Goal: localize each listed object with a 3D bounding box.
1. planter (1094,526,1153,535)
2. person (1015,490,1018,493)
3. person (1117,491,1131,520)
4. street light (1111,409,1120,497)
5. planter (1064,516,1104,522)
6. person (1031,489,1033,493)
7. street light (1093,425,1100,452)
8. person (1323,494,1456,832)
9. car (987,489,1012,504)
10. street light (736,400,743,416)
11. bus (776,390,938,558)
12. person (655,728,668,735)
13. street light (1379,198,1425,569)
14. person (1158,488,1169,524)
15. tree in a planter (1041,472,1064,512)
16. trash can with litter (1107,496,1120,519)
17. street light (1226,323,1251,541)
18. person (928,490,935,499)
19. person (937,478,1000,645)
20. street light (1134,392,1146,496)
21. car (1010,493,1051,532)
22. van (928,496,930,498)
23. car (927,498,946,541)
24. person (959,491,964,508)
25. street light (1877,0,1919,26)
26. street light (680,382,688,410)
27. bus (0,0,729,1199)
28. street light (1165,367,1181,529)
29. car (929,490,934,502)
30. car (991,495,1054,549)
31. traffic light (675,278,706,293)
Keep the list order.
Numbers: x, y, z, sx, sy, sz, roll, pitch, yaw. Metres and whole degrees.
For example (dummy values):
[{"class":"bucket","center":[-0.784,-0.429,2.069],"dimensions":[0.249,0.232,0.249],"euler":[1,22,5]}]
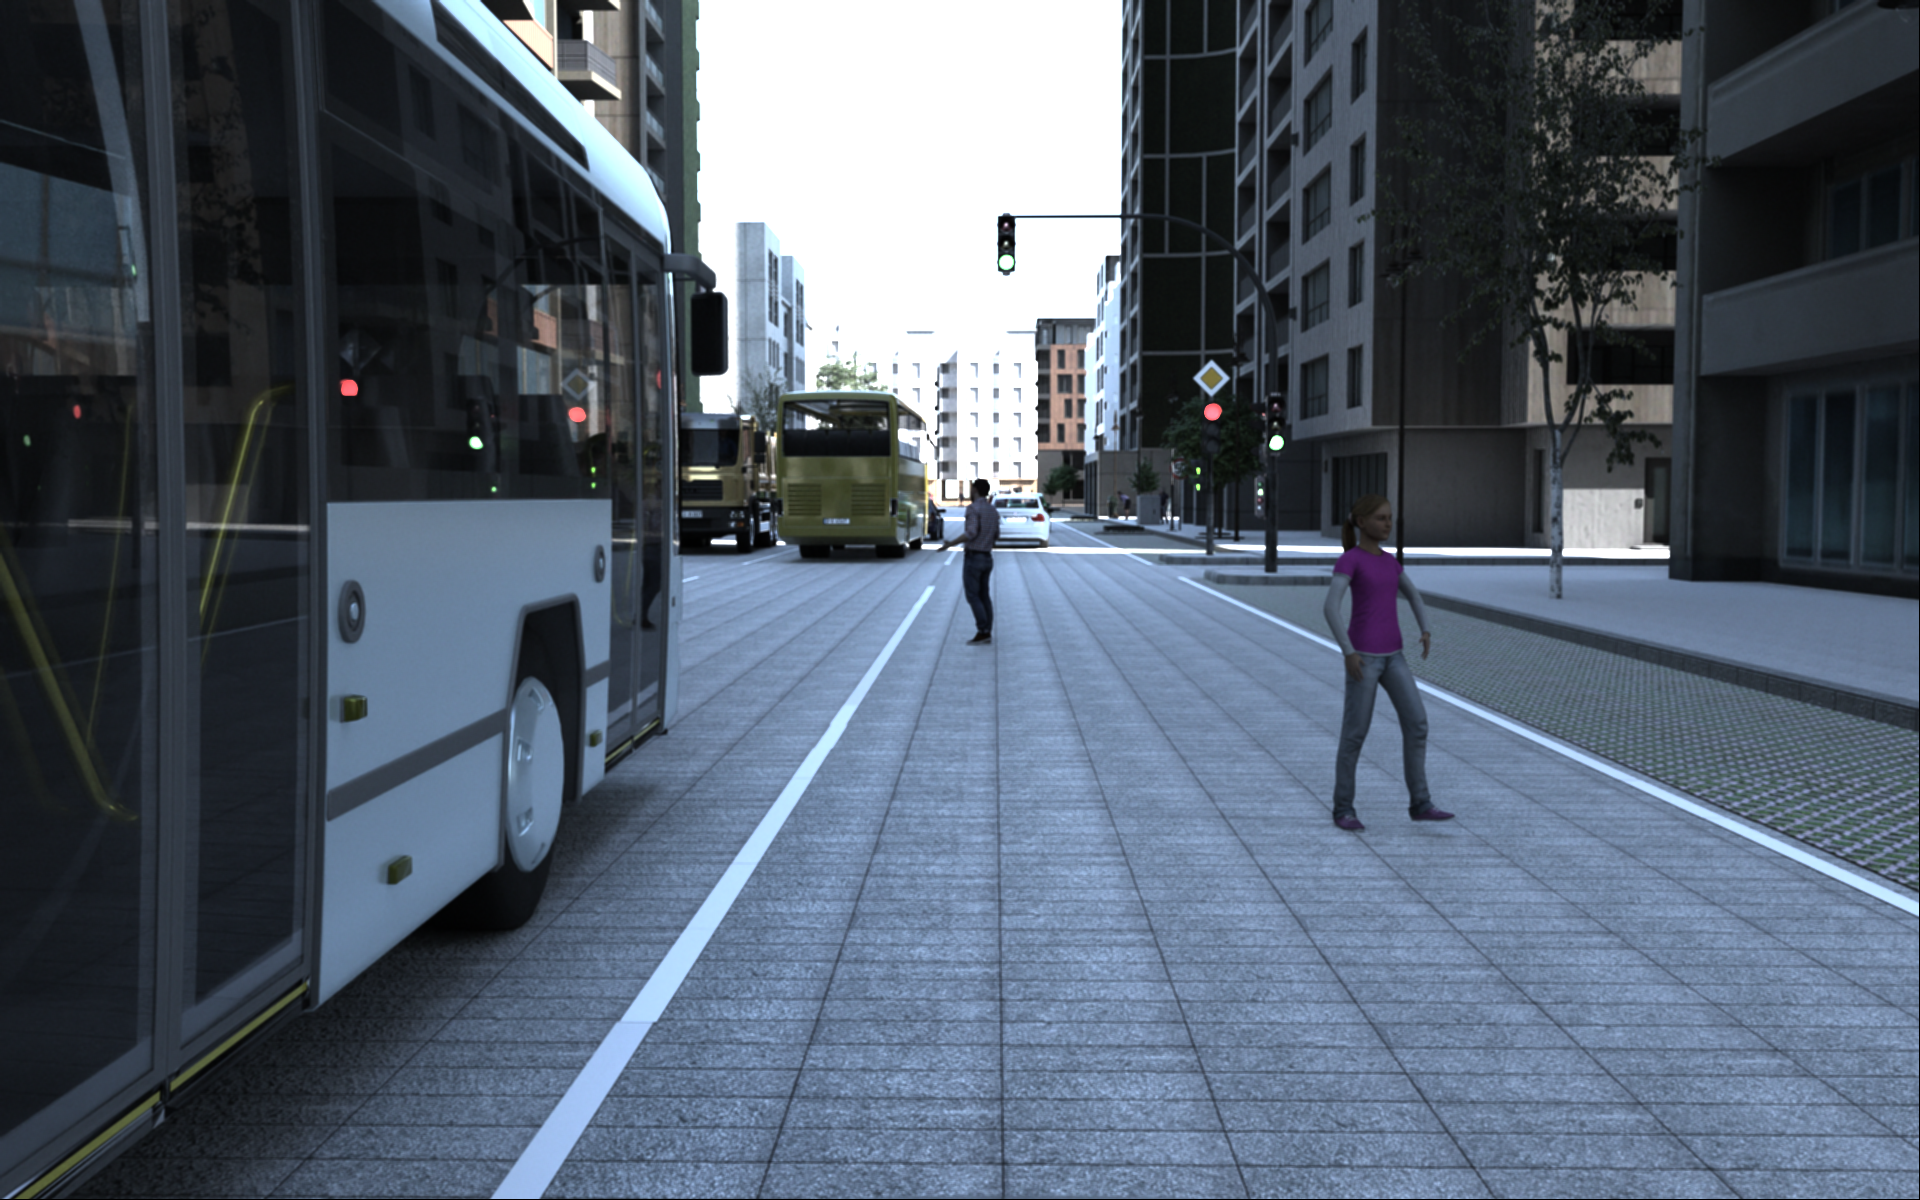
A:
[{"class":"planter","center":[5.743,-2.452,61.223],"dimensions":[1.991,0.319,1.994],"euler":[0,4,1]},{"class":"person","center":[4.037,-7.187,126.800],"dimensions":[0.721,1.735,1.217],"euler":[2,4,27]},{"class":"person","center":[8.155,-4.693,86.005],"dimensions":[0.697,1.427,0.421],"euler":[0,4,5]},{"class":"street light","center":[8.491,-7.457,94.714],"dimensions":[0.468,5.910,1.993],"euler":[0,4,1]},{"class":"planter","center":[6.290,-4.099,88.161],"dimensions":[1.991,0.319,1.994],"euler":[0,4,1]},{"class":"person","center":[4.897,-6.593,116.809],"dimensions":[1.217,1.766,0.721],"euler":[-1,4,-19]},{"class":"street light","center":[8.699,-8.451,110.967],"dimensions":[0.468,5.910,1.993],"euler":[0,4,1]},{"class":"person","center":[1.862,0.271,7.311],"dimensions":[0.726,1.434,0.776],"euler":[-2,4,-34]},{"class":"car","center":[3.139,-7.494,131.201],"dimensions":[2.281,1.827,5.304],"euler":[0,4,3]},{"class":"street light","center":[-10.852,-6.890,85.439],"dimensions":[0.468,5.910,1.993],"euler":[0,4,1]},{"class":"bus","center":[-2.292,-3.067,41.684],"dimensions":[2.896,3.916,12.252],"euler":[0,4,2]},{"class":"person","center":[-1.973,-0.067,10.040],"dimensions":[0.568,1.767,0.683],"euler":[2,4,25]},{"class":"street light","center":[6.995,-3.340,27.389],"dimensions":[0.468,5.910,1.993],"euler":[0,4,1]},{"class":"person","center":[8.712,-4.004,73.717],"dimensions":[0.471,1.553,0.569],"euler":[-1,4,-21]},{"class":"tree in a planter","center":[7.281,-8.613,138.044],"dimensions":[1.991,3.239,1.994],"euler":[0,4,1]},{"class":"trash can with litter","center":[8.113,-4.855,90.762],"dimensions":[0.624,1.170,1.055],"euler":[-1,4,-15]},{"class":"street light","center":[7.513,-4.530,46.860],"dimensions":[0.468,5.910,1.993],"euler":[0,4,1]},{"class":"person","center":[-3.104,-9.885,170.250],"dimensions":[1.348,1.807,0.705],"euler":[-2,4,-27]},{"class":"person","center":[0.169,-0.377,16.618],"dimensions":[0.435,1.587,0.963],"euler":[2,4,26]},{"class":"street light","center":[8.152,-6.487,78.855],"dimensions":[0.468,5.910,1.993],"euler":[0,4,1]},{"class":"car","center":[2.541,-3.535,66.600],"dimensions":[1.959,1.807,4.718],"euler":[0,4,1]},{"class":"van","center":[-3.746,-9.367,160.161],"dimensions":[2.013,2.044,4.112],"euler":[0,4,-1]},{"class":"car","center":[-1.444,-2.563,54.486],"dimensions":[1.945,1.354,3.894],"euler":[0,4,3]},{"class":"person","center":[0.149,-10.523,181.084],"dimensions":[0.617,1.759,0.750],"euler":[0,4,-6]},{"class":"street light","center":[6.804,-2.385,11.782],"dimensions":[0.468,5.910,1.993],"euler":[0,4,1]},{"class":"street light","center":[-11.120,-5.871,68.775],"dimensions":[0.468,5.910,1.993],"euler":[0,4,1]},{"class":"bus","center":[-2.634,-0.490,2.872],"dimensions":[2.948,3.499,13.247],"euler":[0,3,0]},{"class":"street light","center":[7.769,-5.533,63.253],"dimensions":[0.468,5.910,1.993],"euler":[0,4,1]},{"class":"car","center":[-3.770,-10.416,178.975],"dimensions":[2.281,1.827,5.304],"euler":[0,4,2]},{"class":"car","center":[1.531,-2.124,46.732],"dimensions":[2.014,1.417,4.499],"euler":[0,4,3]},{"class":"traffic light","center":[-7.644,-3.782,36.499],"dimensions":[4.771,5.953,1.251],"euler":[0,4,1]}]
